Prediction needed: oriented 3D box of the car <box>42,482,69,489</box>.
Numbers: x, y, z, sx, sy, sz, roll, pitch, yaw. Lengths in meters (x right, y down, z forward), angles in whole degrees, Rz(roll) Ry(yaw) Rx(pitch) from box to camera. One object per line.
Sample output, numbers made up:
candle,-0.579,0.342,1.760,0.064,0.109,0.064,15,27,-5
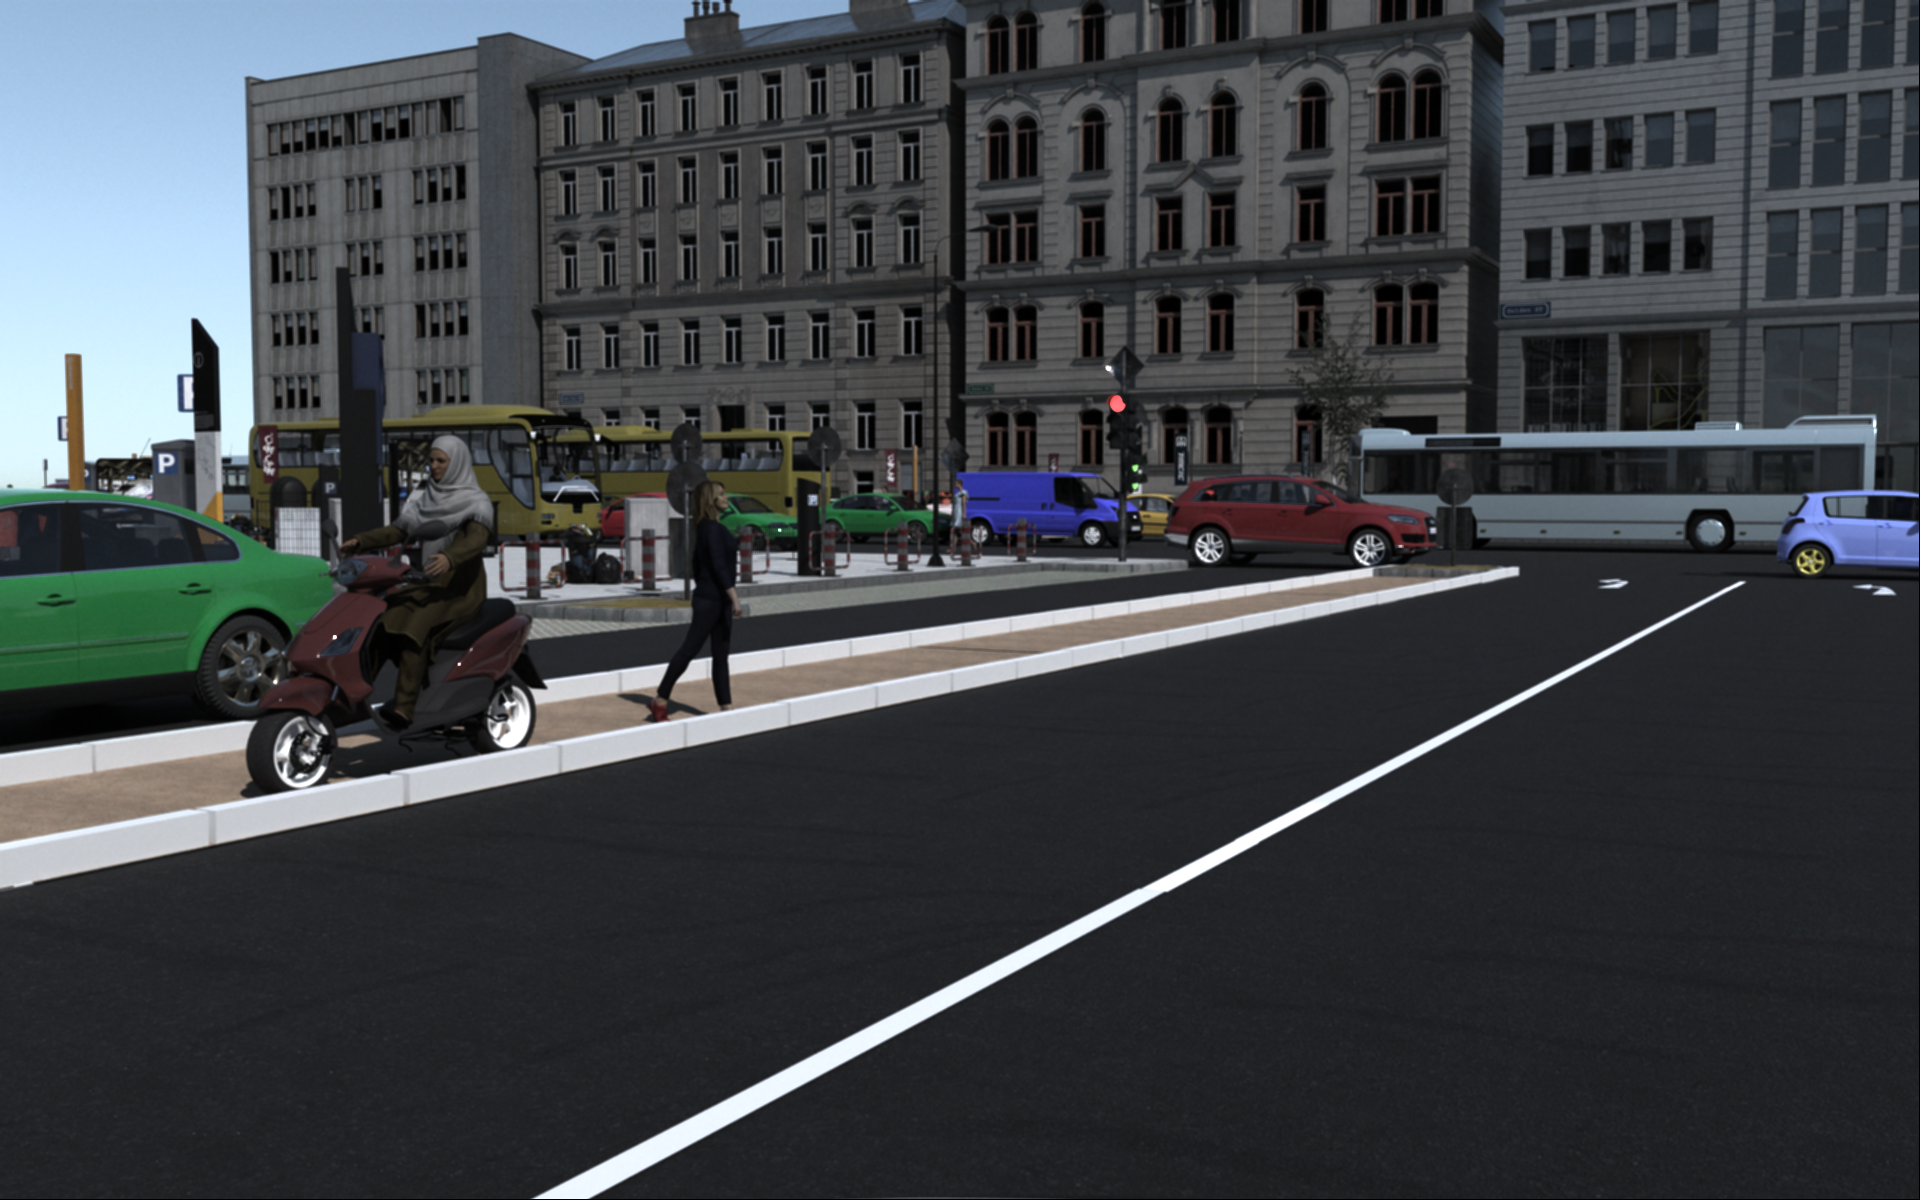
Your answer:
car,-27.275,-2.834,55.005,5.304,1.827,2.281,2,4,29

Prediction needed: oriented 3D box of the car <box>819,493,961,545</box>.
car,-2.102,-2.533,50.218,4.718,1.807,1.959,2,4,27

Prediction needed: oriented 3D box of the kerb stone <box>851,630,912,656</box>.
kerb stone,-0.760,0.400,15.648,0.120,0.150,1.000,2,4,29

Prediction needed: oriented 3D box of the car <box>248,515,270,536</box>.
car,-22.380,-2.919,59.520,4.920,1.459,2.131,2,4,29

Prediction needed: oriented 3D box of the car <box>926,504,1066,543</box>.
car,1.224,-2.419,51.919,4.827,1.381,2.083,2,4,30

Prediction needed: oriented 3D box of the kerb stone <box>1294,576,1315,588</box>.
kerb stone,5.173,-0.261,26.467,0.120,0.150,1.000,2,4,29

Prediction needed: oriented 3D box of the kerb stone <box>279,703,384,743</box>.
kerb stone,-3.730,0.739,10.236,0.120,0.150,1.000,2,4,29

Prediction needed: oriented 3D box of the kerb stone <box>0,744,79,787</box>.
kerb stone,-4.722,0.842,8.432,0.120,0.150,1.000,2,4,29

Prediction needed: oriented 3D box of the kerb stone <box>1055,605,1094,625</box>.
kerb stone,1.205,0.180,19.252,0.120,0.150,1.000,2,4,29

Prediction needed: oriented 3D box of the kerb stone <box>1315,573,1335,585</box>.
kerb stone,5.674,-0.310,27.369,0.120,0.150,1.000,2,4,29

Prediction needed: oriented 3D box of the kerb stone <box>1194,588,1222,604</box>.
kerb stone,3.190,-0.035,22.858,0.120,0.150,1.000,2,4,29

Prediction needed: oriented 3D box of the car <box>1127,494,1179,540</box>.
car,6.335,-2.595,52.658,3.980,1.641,2.015,2,4,29

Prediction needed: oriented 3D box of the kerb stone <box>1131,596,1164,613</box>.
kerb stone,2.207,0.072,21.055,0.120,0.150,1.000,2,4,29

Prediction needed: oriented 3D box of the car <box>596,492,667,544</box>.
car,-8.994,-2.491,49.769,4.494,1.783,2.155,2,4,29

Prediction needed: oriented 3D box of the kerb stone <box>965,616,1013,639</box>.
kerb stone,0.225,0.290,17.451,0.120,0.150,1.000,2,4,29

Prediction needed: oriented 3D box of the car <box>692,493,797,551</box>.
car,-5.837,-2.117,43.414,4.718,1.807,1.959,2,4,30

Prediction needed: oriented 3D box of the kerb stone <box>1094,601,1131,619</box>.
kerb stone,1.707,0.125,20.148,0.120,0.150,1.000,2,4,29

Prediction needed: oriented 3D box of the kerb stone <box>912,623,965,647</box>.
kerb stone,-0.266,0.345,16.547,0.120,0.150,1.000,2,4,29

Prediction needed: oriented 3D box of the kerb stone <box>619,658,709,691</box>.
kerb stone,-2.248,0.566,12.948,0.120,0.150,1.000,2,4,29

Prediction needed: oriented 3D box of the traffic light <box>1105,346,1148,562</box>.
traffic light,3.101,-2.683,32.789,0.839,4.253,0.868,2,4,29

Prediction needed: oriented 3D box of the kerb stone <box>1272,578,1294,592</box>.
kerb stone,4.679,-0.201,25.562,0.120,0.150,1.000,2,4,29

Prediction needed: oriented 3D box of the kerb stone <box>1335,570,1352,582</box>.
kerb stone,6.163,-0.371,28.272,0.120,0.150,1.000,2,4,29

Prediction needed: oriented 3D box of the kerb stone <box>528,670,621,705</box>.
kerb stone,-2.748,0.621,12.042,0.120,0.150,1.000,2,4,29

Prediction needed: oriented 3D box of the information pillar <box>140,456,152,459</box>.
information pillar,-15.797,-1.792,33.786,0.304,2.012,0.304,-2,4,-28

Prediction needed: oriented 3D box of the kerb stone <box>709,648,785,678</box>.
kerb stone,-1.753,0.511,13.846,0.120,0.150,1.000,2,4,29

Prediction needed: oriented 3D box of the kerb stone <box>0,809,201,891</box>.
kerb stone,-3.334,0.956,6.603,0.120,0.150,1.000,2,4,29

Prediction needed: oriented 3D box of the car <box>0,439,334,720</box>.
car,-5.914,-0.085,10.188,1.959,1.807,4.718,2,4,28

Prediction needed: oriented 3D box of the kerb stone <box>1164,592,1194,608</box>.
kerb stone,2.695,0.015,21.957,0.120,0.150,1.000,2,4,29

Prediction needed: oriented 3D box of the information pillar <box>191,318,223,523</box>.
information pillar,-10.008,-1.938,23.036,0.504,3.616,0.183,2,4,34

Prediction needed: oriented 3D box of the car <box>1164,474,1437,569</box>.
car,6.661,-1.550,34.023,5.304,1.827,2.281,2,4,28

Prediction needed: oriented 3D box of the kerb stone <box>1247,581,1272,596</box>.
kerb stone,4.179,-0.150,24.654,0.120,0.150,1.000,2,4,29

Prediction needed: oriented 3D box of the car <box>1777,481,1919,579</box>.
car,15.871,-1.207,29.319,3.694,1.707,1.945,2,4,28

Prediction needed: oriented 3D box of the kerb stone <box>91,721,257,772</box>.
kerb stone,-4.239,0.786,9.337,0.120,0.150,1.000,2,4,29

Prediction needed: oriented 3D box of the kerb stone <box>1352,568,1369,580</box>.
kerb stone,6.656,-0.427,29.171,0.120,0.150,1.000,2,4,29

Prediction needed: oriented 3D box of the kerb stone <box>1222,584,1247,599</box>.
kerb stone,3.682,-0.096,23.757,0.120,0.150,1.000,2,4,29

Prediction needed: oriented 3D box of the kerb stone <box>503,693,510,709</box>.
kerb stone,-3.238,0.677,11.136,0.120,0.150,1.000,2,4,29

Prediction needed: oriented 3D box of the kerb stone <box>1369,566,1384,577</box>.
kerb stone,7.147,-0.482,30.071,0.120,0.150,1.000,2,4,29

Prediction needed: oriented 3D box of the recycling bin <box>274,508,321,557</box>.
recycling bin,-12.161,-1.177,31.802,0.722,1.027,0.722,-2,4,-27

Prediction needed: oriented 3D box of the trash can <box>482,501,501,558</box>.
trash can,-9.675,-1.433,35.087,0.748,1.137,0.748,0,3,0

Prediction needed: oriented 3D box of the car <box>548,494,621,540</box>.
car,-11.671,-2.707,56.057,4.920,1.459,2.131,2,4,28

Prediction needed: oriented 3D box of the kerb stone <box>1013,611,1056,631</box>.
kerb stone,0.718,0.236,18.349,0.120,0.150,1.000,2,4,29

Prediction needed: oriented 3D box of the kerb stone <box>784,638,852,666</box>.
kerb stone,-1.258,0.456,14.744,0.120,0.150,1.000,2,4,29

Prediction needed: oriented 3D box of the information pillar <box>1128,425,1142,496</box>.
information pillar,5.919,-4.107,58.511,0.504,3.616,0.183,-1,4,-16
